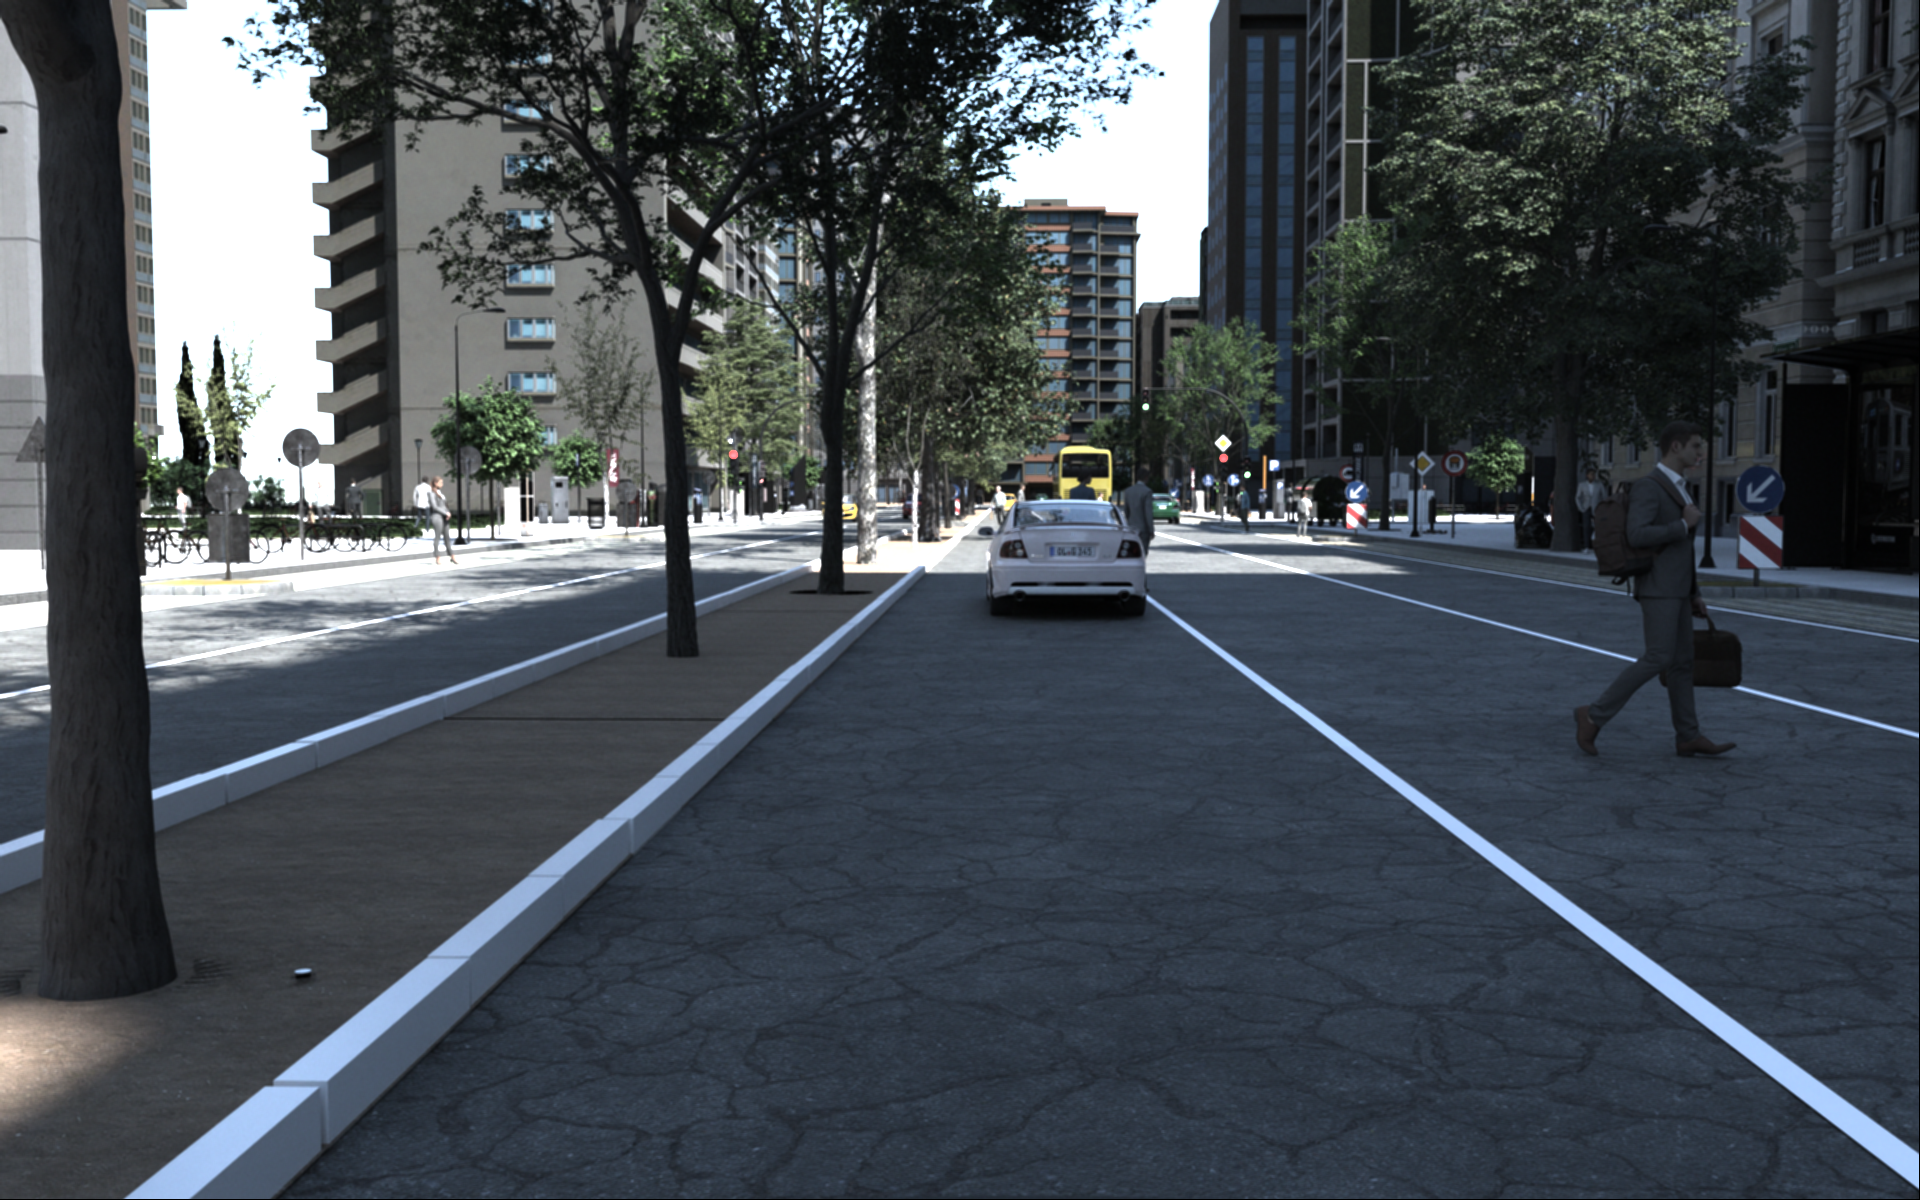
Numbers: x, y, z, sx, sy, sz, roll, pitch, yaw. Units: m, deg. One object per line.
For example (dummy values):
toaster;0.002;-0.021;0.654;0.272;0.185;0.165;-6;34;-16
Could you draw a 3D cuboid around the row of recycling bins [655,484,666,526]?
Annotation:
row of recycling bins;-11.906;-3.938;71.505;1.069;1.692;3.534;0;4;0

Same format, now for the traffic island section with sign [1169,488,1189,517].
traffic island section with sign;13.216;-6.082;108.064;1.989;1.847;2.006;0;4;2

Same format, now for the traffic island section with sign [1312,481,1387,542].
traffic island section with sign;11.668;-2.659;52.108;1.989;1.847;2.006;0;4;2

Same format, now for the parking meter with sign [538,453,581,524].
parking meter with sign;-17.081;-4.745;73.840;1.738;3.016;0.543;-2;4;-25

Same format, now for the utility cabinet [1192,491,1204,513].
utility cabinet;15.784;-6.486;114.727;0.318;1.500;1.173;2;4;35

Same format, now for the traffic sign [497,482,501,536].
traffic sign;-14.005;-3.209;52.569;0.768;2.556;0.104;0;4;6

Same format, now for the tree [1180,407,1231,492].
tree;19.843;-11.548;139.179;4.737;8.622;4.395;0;3;0

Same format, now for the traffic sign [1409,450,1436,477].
traffic sign;13.962;-3.214;52.281;0.795;2.593;0.064;0;4;7

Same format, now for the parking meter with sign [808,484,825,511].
parking meter with sign;-10.559;-8.180;130.004;1.738;3.016;0.543;-1;4;-20

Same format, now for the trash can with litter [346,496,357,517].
trash can with litter;-30.064;-4.486;84.411;2.233;1.210;1.678;-3;5;-44

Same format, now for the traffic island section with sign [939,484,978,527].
traffic island section with sign;-0.303;-4.540;82.367;2.006;1.907;1.989;0;4;2

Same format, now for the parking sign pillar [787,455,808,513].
parking sign pillar;-11.213;-8.024;119.668;1.447;3.967;1.447;2;4;33

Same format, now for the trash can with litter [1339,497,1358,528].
trash can with litter;14.629;-3.269;64.838;0.624;1.170;1.055;2;4;31

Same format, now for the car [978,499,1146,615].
car;1.272;-0.580;21.846;2.083;1.381;4.827;0;3;0

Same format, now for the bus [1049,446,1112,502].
bus;6.089;-5.899;87.993;2.896;3.916;12.252;0;4;2

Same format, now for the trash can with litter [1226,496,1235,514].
trash can with litter;16.999;-5.917;108.136;0.624;1.170;1.055;-1;4;-15

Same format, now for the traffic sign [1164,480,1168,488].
traffic sign;17.880;-9.307;152.282;0.768;2.556;0.104;0;4;8

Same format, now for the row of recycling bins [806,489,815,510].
row of recycling bins;-11.060;-7.873;135.841;3.534;1.692;1.069;3;5;40

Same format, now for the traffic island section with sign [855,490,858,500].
traffic island section with sign;-7.781;-7.719;134.835;1.989;1.847;2.006;0;4;2

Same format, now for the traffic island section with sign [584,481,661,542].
traffic island section with sign;-10.067;-2.652;51.981;1.989;1.847;2.006;0;4;2

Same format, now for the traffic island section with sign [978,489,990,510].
traffic island section with sign;1.766;-9.134;157.477;2.006;1.907;1.989;0;4;2

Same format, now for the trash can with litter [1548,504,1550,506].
trash can with litter;25.441;-3.803;73.570;0.624;1.170;1.055;2;4;35

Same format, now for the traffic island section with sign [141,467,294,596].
traffic island section with sign;-10.813;-1.004;25.036;1.989;1.847;2.006;0;4;2

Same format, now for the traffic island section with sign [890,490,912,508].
traffic island section with sign;-6.392;-10.768;184.677;1.989;1.847;2.006;0;4;2

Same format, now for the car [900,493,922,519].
car;-2.387;-5.618;100.896;2.155;1.783;4.494;0;4;0

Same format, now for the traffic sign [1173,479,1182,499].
traffic sign;18.028;-8.764;143.390;0.768;2.556;0.104;1;4;9

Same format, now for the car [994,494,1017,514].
car;3.438;-7.192;127.811;2.015;1.641;3.980;0;4;2

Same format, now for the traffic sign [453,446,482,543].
traffic sign;-12.939;-2.778;45.533;0.768;2.556;0.104;0;4;3

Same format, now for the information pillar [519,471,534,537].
information pillar;-12.897;-2.879;51.566;0.304;2.012;0.304;2;4;25

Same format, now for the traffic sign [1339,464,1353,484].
traffic sign;16.551;-4.510;73.840;0.768;2.556;0.104;1;4;10

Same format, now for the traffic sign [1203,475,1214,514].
traffic sign;16.237;-6.920;113.250;0.768;2.556;0.104;0;4;2

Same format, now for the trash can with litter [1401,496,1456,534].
trash can with litter;15.246;-2.760;56.184;1.678;1.210;2.233;1;4;10

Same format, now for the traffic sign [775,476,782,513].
traffic sign;-12.425;-7.199;117.804;0.768;2.556;0.104;0;4;8

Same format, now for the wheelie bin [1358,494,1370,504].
wheelie bin;16.182;-3.826;70.459;0.980;1.594;0.693;1;4;20

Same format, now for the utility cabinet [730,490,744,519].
utility cabinet;-11.171;-4.774;86.738;0.318;1.500;1.173;1;4;15

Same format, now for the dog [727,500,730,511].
dog;-17.689;-7.203;132.153;0.513;0.831;0.800;1;4;11

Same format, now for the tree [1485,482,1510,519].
tree;28.283;-5.877;90.695;1.663;3.219;1.824;0;3;0

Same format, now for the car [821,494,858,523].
car;-5.978;-4.760;88.057;2.015;1.641;3.980;0;4;2

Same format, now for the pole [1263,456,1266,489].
pole;16.140;-5.992;91.804;0.158;3.312;0.155;0;3;0

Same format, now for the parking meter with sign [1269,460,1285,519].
parking meter with sign;16.189;-5.621;88.162;0.543;3.016;1.738;0;4;-5

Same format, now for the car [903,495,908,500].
car;-4.370;-9.557;165.293;2.155;1.783;4.494;0;4;1

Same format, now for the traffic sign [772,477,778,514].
traffic sign;-12.148;-6.852;112.135;0.768;2.556;0.104;0;4;7

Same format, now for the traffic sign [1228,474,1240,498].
traffic sign;17.199;-6.649;108.817;0.768;2.556;0.104;0;4;7

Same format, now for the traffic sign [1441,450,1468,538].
traffic sign;14.298;-3.061;50.157;0.768;2.556;0.104;0;4;4

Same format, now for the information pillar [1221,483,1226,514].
information pillar;16.865;-6.514;110.990;0.304;2.012;0.304;-1;4;-20

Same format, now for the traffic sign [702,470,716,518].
traffic sign;-13.545;-5.705;93.388;0.768;2.556;0.104;1;4;11

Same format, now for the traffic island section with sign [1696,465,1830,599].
traffic island section with sign;10.898;-0.974;24.557;1.989;1.847;2.006;0;4;2

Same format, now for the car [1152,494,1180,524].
car;9.672;-4.449;84.538;2.131;1.459;4.920;0;4;1

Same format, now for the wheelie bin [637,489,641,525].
wheelie bin;-13.588;-3.921;72.024;0.693;1.594;0.980;-1;4;-12

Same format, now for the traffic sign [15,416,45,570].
traffic sign;-15.419;-1.776;29.042;0.884;2.594;0.081;0;4;5

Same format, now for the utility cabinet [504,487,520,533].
utility cabinet;-14.410;-2.896;56.035;0.318;1.500;1.173;0;4;5

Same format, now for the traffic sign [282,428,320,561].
traffic sign;-12.627;-2.023;33.185;0.768;2.556;0.104;0;4;5

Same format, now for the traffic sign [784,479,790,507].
traffic sign;-12.054;-7.287;121.276;0.606;2.300;0.079;1;4;8

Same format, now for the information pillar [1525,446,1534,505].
information pillar;27.440;-5.640;83.568;0.183;3.616;0.504;-2;4;-35

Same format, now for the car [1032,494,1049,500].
car;9.889;-12.204;211.336;2.131;1.459;4.920;0;3;0

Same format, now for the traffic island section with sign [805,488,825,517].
traffic island section with sign;-8.523;-6.050;107.550;1.989;1.847;2.006;0;4;2

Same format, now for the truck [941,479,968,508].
truck;-0.005;-12.211;189.401;2.967;4.110;18.799;0;4;3
